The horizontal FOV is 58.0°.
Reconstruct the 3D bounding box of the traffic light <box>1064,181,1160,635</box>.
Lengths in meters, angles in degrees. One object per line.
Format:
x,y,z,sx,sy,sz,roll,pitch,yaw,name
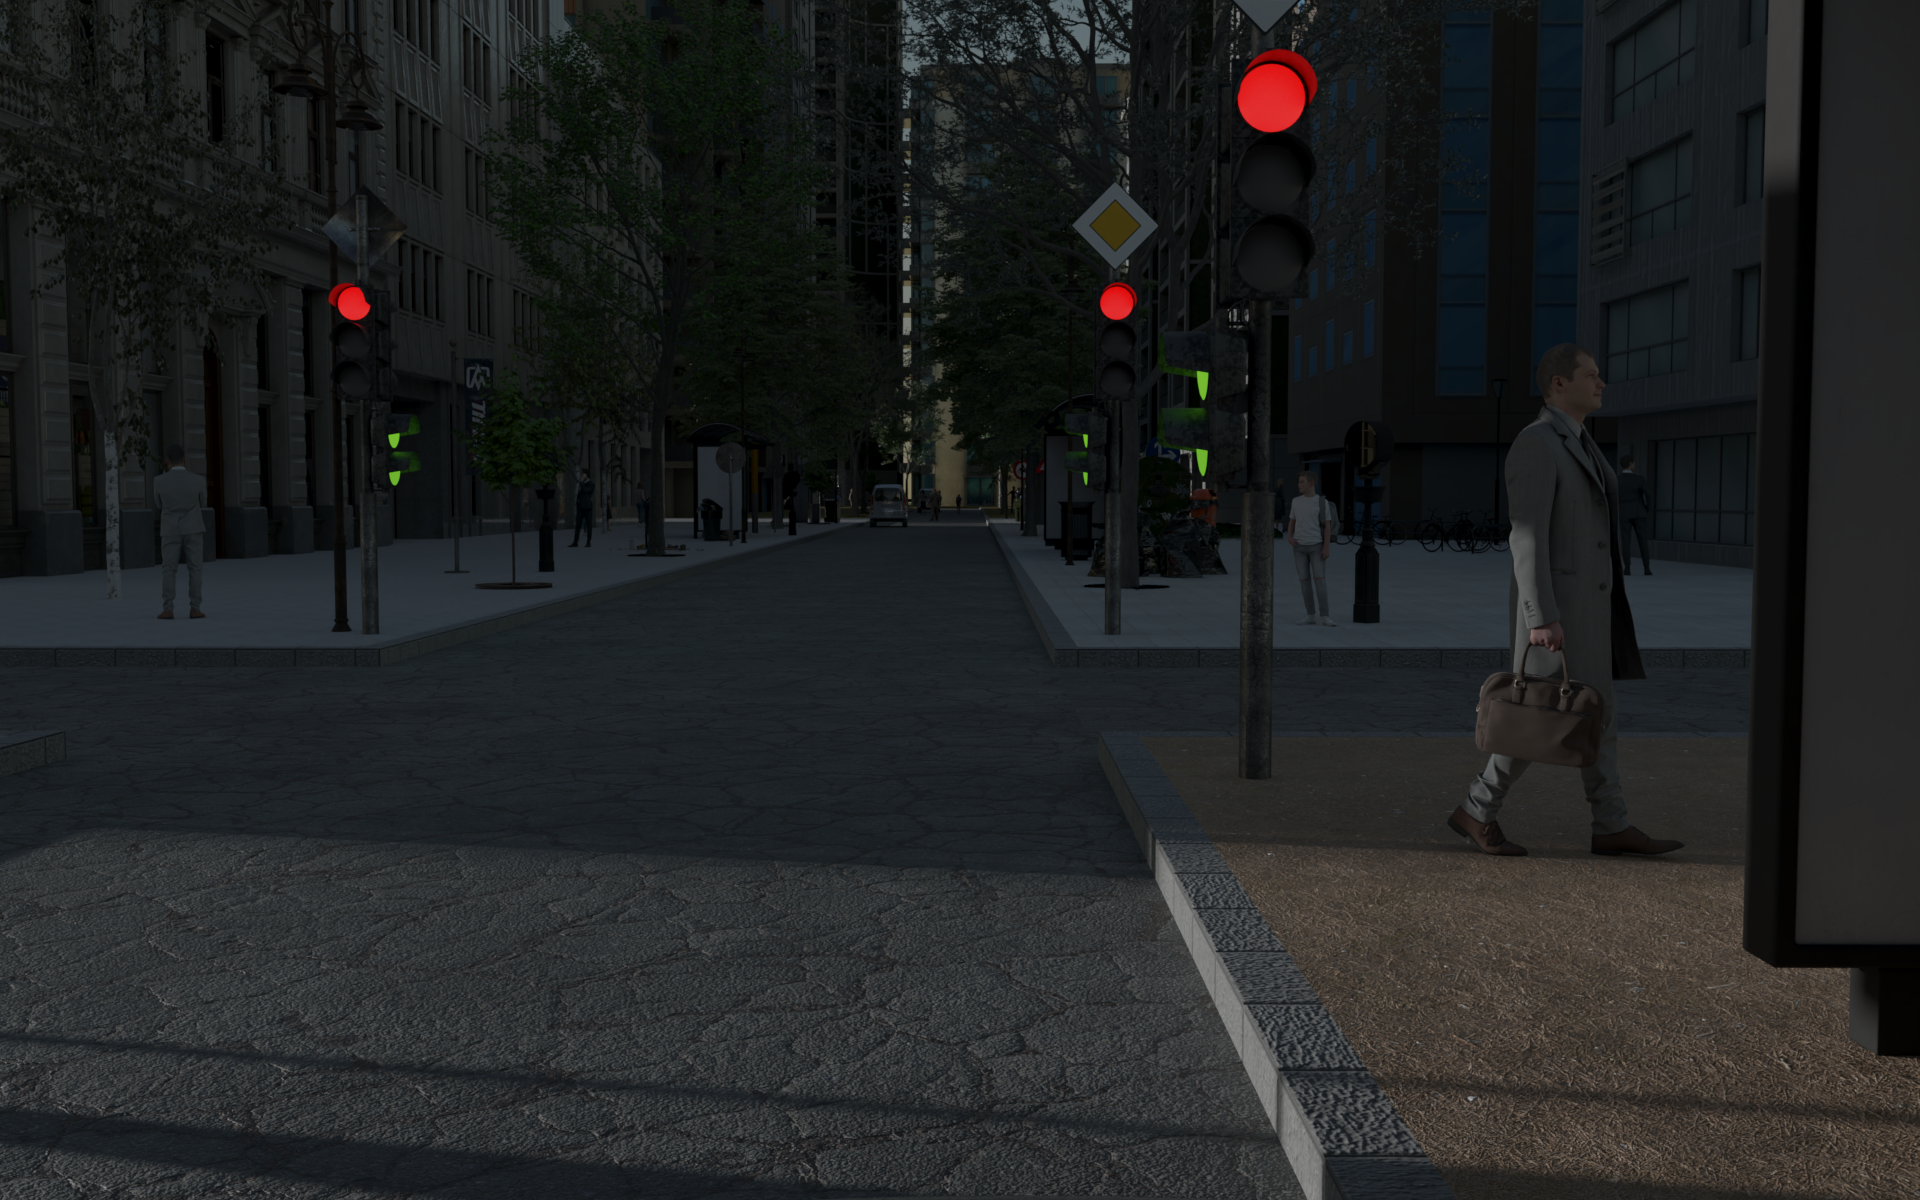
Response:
1.378,-1.639,15.722,0.839,4.253,0.868,0,4,0,traffic light

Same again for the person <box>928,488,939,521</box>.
-1.438,-5.144,93.159,0.434,1.755,0.990,3,5,40,person

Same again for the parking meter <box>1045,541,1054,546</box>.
2.280,-2.264,42.734,0.255,1.863,0.399,2,4,25,parking meter

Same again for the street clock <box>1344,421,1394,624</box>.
4.052,-0.773,17.210,0.358,2.002,0.471,-2,4,-32,street clock

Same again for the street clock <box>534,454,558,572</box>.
-6.825,-1.466,28.533,0.358,2.002,0.471,-3,5,-44,street clock

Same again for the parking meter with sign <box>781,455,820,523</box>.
-7.115,-4.933,76.908,1.738,3.016,0.543,-2,4,-25,parking meter with sign

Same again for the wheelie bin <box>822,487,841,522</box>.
-5.786,-4.314,78.447,0.980,1.594,0.693,1,4,23,wheelie bin

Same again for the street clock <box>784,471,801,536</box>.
-5.194,-3.002,53.650,0.471,2.002,0.358,-2,4,-32,street clock

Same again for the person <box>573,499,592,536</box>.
-11.470,-2.814,52.717,0.598,1.740,0.731,-2,4,-24,person

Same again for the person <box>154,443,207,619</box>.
-8.055,-0.714,17.904,0.511,1.800,0.466,-3,4,-36,person

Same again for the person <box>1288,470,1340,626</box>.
3.470,-0.509,16.958,0.503,1.515,0.523,0,4,3,person

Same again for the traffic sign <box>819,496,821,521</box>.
-6.542,-4.816,80.868,0.606,2.300,0.079,1,4,8,traffic sign

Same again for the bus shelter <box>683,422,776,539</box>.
-6.811,-3.535,51.725,2.014,3.302,5.546,0,4,0,bus shelter

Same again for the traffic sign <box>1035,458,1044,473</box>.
2.312,-2.632,43.041,0.884,2.594,0.081,0,4,2,traffic sign

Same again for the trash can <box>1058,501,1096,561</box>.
2.255,-1.336,33.505,0.748,1.137,0.748,0,3,0,trash can

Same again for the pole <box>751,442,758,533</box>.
-6.729,-3.850,56.785,0.158,3.312,0.155,0,3,0,pole

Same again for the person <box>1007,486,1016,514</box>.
3.522,-6.539,112.976,1.348,1.822,0.705,-1,4,-10,person

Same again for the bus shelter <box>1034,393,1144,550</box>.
2.691,-2.659,37.396,2.014,3.302,5.546,0,4,1,bus shelter

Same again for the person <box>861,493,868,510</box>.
-7.543,-7.936,137.266,0.593,1.643,0.415,-1,4,-13,person

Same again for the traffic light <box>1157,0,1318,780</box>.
1.319,-1.151,7.737,0.839,4.253,0.868,0,4,0,traffic light

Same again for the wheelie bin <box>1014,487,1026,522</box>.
2.929,-4.434,80.402,0.980,1.594,0.693,3,5,42,wheelie bin

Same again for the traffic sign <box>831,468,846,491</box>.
-6.027,-5.253,85.998,0.768,2.556,0.104,0,4,3,traffic sign

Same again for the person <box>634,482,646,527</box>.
-12.481,-3.728,67.592,0.593,1.750,0.643,2,4,29,person

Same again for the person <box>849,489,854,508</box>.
-9.972,-9.319,158.961,0.434,1.755,0.990,0,4,6,person

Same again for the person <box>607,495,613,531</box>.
-12.081,-2.979,59.425,0.362,1.253,0.373,3,5,44,person

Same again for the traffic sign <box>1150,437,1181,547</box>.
4.406,-2.296,37.652,0.768,2.556,0.104,1,4,10,traffic sign

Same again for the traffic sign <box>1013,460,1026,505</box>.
2.347,-3.923,64.245,0.768,2.556,0.104,1,4,9,traffic sign

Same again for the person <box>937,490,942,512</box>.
-1.586,-8.093,141.608,0.721,1.735,1.217,0,4,6,person

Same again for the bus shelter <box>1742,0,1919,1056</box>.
2.602,-0.458,1.410,2.014,3.302,5.546,0,4,0,bus shelter

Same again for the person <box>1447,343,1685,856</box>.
2.146,0.003,6.100,0.767,1.812,0.694,2,4,32,person

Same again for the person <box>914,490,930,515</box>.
-2.534,-6.739,119.473,1.217,1.735,0.721,0,4,1,person

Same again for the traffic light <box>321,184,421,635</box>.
-5.384,-1.641,15.755,0.839,4.253,0.868,0,4,0,traffic light

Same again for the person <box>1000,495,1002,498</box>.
3.999,-9.333,158.622,0.705,1.826,1.348,-2,4,-24,person

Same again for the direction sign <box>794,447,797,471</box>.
-7.941,-5.605,83.637,0.379,3.537,0.876,0,4,4,direction sign

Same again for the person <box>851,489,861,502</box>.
-8.284,-8.107,139.305,1.217,1.735,0.721,2,4,28,person

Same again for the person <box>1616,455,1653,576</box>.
10.620,-1.344,27.379,0.648,1.900,0.474,1,4,23,person

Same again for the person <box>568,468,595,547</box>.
-9.109,-2.227,41.816,0.648,1.900,0.474,2,4,30,person

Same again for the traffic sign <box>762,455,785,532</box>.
-6.187,-3.537,57.840,0.884,2.594,0.081,0,4,7,traffic sign

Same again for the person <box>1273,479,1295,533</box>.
10.776,-3.162,57.964,0.699,1.804,1.509,0,4,2,person

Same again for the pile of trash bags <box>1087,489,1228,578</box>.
3.450,-1.115,27.989,1.912,1.369,3.447,2,4,27,pile of trash bags

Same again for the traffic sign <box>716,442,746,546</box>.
-5.635,-2.596,42.551,0.768,2.556,0.104,0,4,7,traffic sign

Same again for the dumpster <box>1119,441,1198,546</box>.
3.601,-1.831,32.432,1.502,2.255,1.985,0,4,0,dumpster

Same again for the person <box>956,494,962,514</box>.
-0.090,-7.034,126.730,0.421,1.427,0.697,0,4,-5,person
